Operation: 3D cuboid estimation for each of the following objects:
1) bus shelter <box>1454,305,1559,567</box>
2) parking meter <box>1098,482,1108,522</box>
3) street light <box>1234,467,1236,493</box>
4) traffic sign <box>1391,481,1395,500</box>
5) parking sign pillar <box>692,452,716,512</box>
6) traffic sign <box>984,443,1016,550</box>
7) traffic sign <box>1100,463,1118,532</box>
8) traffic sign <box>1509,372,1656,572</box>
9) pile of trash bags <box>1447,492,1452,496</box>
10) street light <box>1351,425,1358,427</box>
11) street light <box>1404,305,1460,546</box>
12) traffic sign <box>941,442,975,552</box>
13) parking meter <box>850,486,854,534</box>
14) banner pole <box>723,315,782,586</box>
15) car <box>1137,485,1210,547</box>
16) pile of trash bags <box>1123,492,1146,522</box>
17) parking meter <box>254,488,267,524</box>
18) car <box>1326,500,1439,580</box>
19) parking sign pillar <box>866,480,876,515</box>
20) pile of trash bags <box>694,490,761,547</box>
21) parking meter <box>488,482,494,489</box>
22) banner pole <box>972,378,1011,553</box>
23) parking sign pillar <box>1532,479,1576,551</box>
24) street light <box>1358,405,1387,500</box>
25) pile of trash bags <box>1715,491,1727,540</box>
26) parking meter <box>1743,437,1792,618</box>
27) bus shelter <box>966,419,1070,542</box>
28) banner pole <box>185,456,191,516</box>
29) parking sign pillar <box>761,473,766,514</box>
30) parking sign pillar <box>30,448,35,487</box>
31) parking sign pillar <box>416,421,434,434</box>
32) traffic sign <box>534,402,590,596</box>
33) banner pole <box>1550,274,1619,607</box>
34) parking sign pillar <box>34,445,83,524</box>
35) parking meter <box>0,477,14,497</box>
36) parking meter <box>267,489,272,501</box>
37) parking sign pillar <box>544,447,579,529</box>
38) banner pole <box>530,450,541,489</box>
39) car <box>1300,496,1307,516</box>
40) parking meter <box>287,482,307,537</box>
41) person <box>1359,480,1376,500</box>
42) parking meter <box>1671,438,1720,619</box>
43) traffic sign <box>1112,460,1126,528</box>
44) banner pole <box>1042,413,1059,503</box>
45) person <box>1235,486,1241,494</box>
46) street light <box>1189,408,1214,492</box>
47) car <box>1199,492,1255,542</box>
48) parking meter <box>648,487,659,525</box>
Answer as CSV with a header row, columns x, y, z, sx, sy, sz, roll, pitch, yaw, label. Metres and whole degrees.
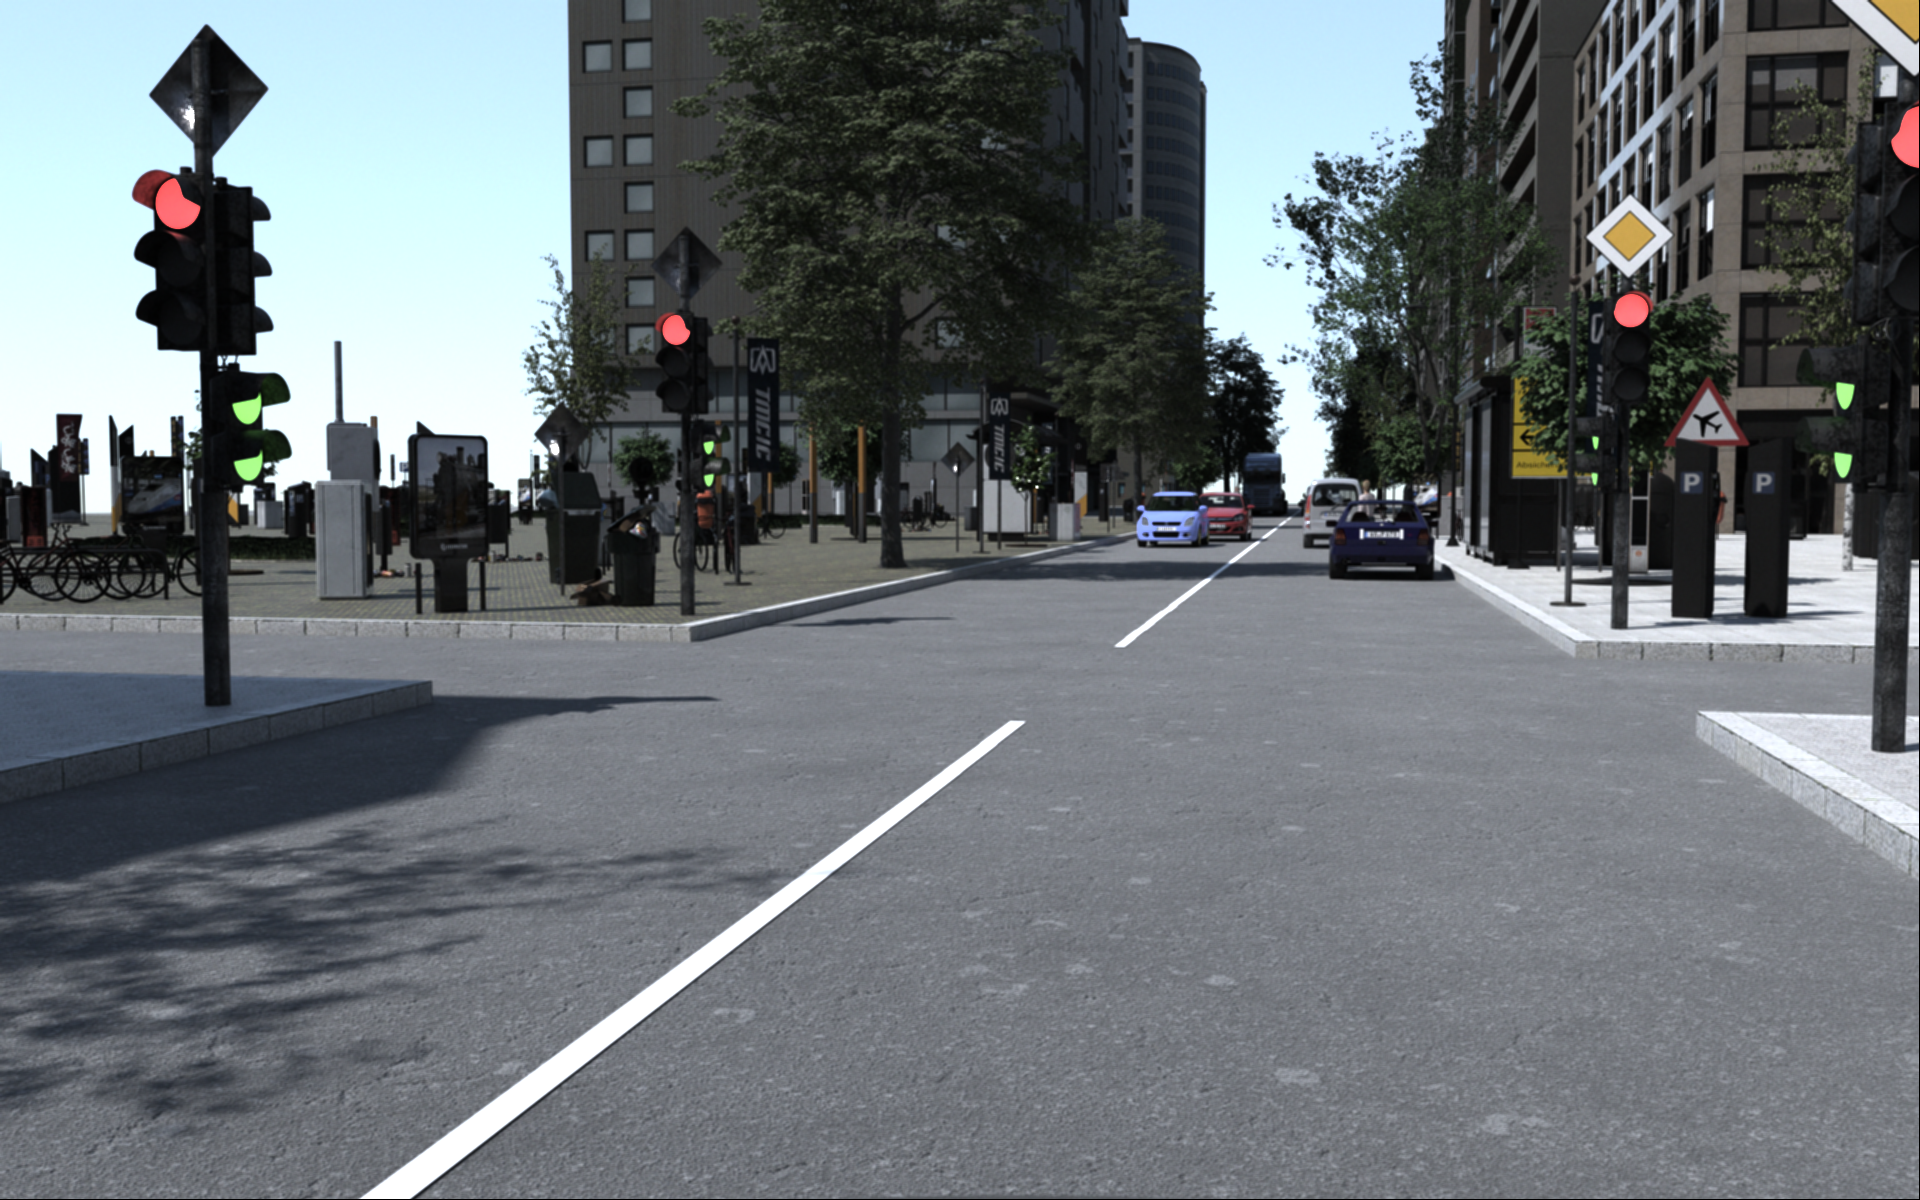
x,y,z,sx,sy,sz,roll,pitch,yaw,label
11.133,-3.490,34.699,2.179,5.291,8.768,1,4,12,bus shelter
6.666,-4.580,80.595,0.399,1.863,0.255,3,5,40,parking meter
22.936,-10.298,140.912,1.470,5.913,1.316,1,4,12,street light
21.012,-5.124,83.880,0.768,2.556,0.104,1,4,12,traffic sign
-11.967,-5.712,81.858,1.447,3.967,1.447,-2,4,-32,parking sign pillar
0.908,-2.432,39.875,0.768,2.556,0.104,1,4,21,traffic sign
4.972,-3.412,57.912,0.606,2.300,0.079,1,4,17,traffic sign
10.249,-2.121,28.556,2.265,3.308,0.079,1,4,19,traffic sign
23.329,-4.130,77.282,3.447,1.369,1.912,-1,4,-11,pile of trash bags
27.143,-8.847,117.190,1.470,5.913,1.316,1,4,12,street light
11.588,-4.281,42.527,1.470,5.913,1.316,1,4,12,street light
-0.054,-2.271,38.320,0.795,2.450,0.064,1,4,18,traffic sign
-3.318,-2.858,55.135,0.372,1.533,0.369,0,3,0,parking meter
-2.927,-2.106,24.453,0.863,3.779,0.401,-1,4,-21,banner pole
5.901,-2.334,47.746,1.945,1.707,3.694,1,4,13,car
8.503,-4.319,80.361,1.912,1.369,3.447,0,3,0,pile of trash bags
-29.665,-3.967,73.263,0.372,1.533,0.369,0,3,0,parking meter
7.383,-1.085,30.325,1.945,1.354,3.894,1,4,14,car
-4.051,-5.421,77.107,1.447,3.967,1.447,0,4,-7,parking sign pillar
-6.064,-2.054,43.340,1.912,1.369,3.447,0,4,2,pile of trash bags
-22.692,-4.770,83.700,0.255,1.863,0.399,-3,5,-40,parking meter
0.698,-2.907,37.552,0.863,3.779,0.401,0,4,-1,banner pole
13.378,-3.129,39.625,1.447,3.967,1.447,0,4,2,parking sign pillar
21.528,-7.180,89.938,1.470,5.913,1.316,1,4,12,street light
20.077,-2.423,49.365,3.447,1.369,1.912,3,5,44,pile of trash bags
8.415,-0.756,18.071,0.255,1.863,0.399,-3,5,-41,parking meter
1.706,-3.364,48.919,2.014,3.302,5.546,1,4,12,bus shelter
-45.742,-6.894,102.736,0.401,3.779,0.863,-3,5,-42,banner pole
-9.461,-5.712,81.865,1.447,3.967,1.447,0,4,1,parking sign pillar
-54.389,-6.987,102.706,1.447,3.967,1.447,1,4,17,parking sign pillar
-19.427,-4.591,63.541,1.447,3.967,1.447,1,4,22,parking sign pillar
-5.017,-1.262,21.812,0.795,2.450,0.064,1,4,18,traffic sign
7.232,-1.824,19.837,0.863,3.779,0.401,0,4,-2,banner pole
-38.844,-5.290,74.971,1.447,3.967,1.447,2,4,35,parking sign pillar
-32.822,-3.300,59.672,0.399,1.863,0.255,-3,5,-41,parking meter
-31.838,-4.355,79.622,0.372,1.533,0.369,0,3,0,parking meter
-14.567,-4.598,63.644,1.447,3.967,1.447,3,5,39,parking sign pillar
-23.950,-6.576,97.542,0.401,3.779,0.863,2,4,34,banner pole
23.889,-6.383,116.158,2.131,1.459,4.920,1,4,13,car
-14.314,-1.774,37.413,0.372,1.533,0.369,0,3,0,parking meter
9.089,-1.762,37.975,0.731,1.740,0.598,-3,5,-42,person
7.623,-0.748,17.936,0.399,1.863,0.255,3,5,42,parking meter
5.808,-3.993,65.284,0.884,2.594,0.081,1,4,18,traffic sign
2.812,-3.877,53.398,0.401,3.779,0.863,-3,5,-44,banner pole
12.499,-4.247,78.339,0.834,1.777,0.661,1,4,15,person
12.930,-7.384,93.263,1.470,5.913,1.316,1,4,12,street light
8.065,-2.723,53.561,2.155,1.783,4.494,1,4,12,car
-10.701,-3.187,60.512,0.372,1.533,0.369,0,3,0,parking meter
